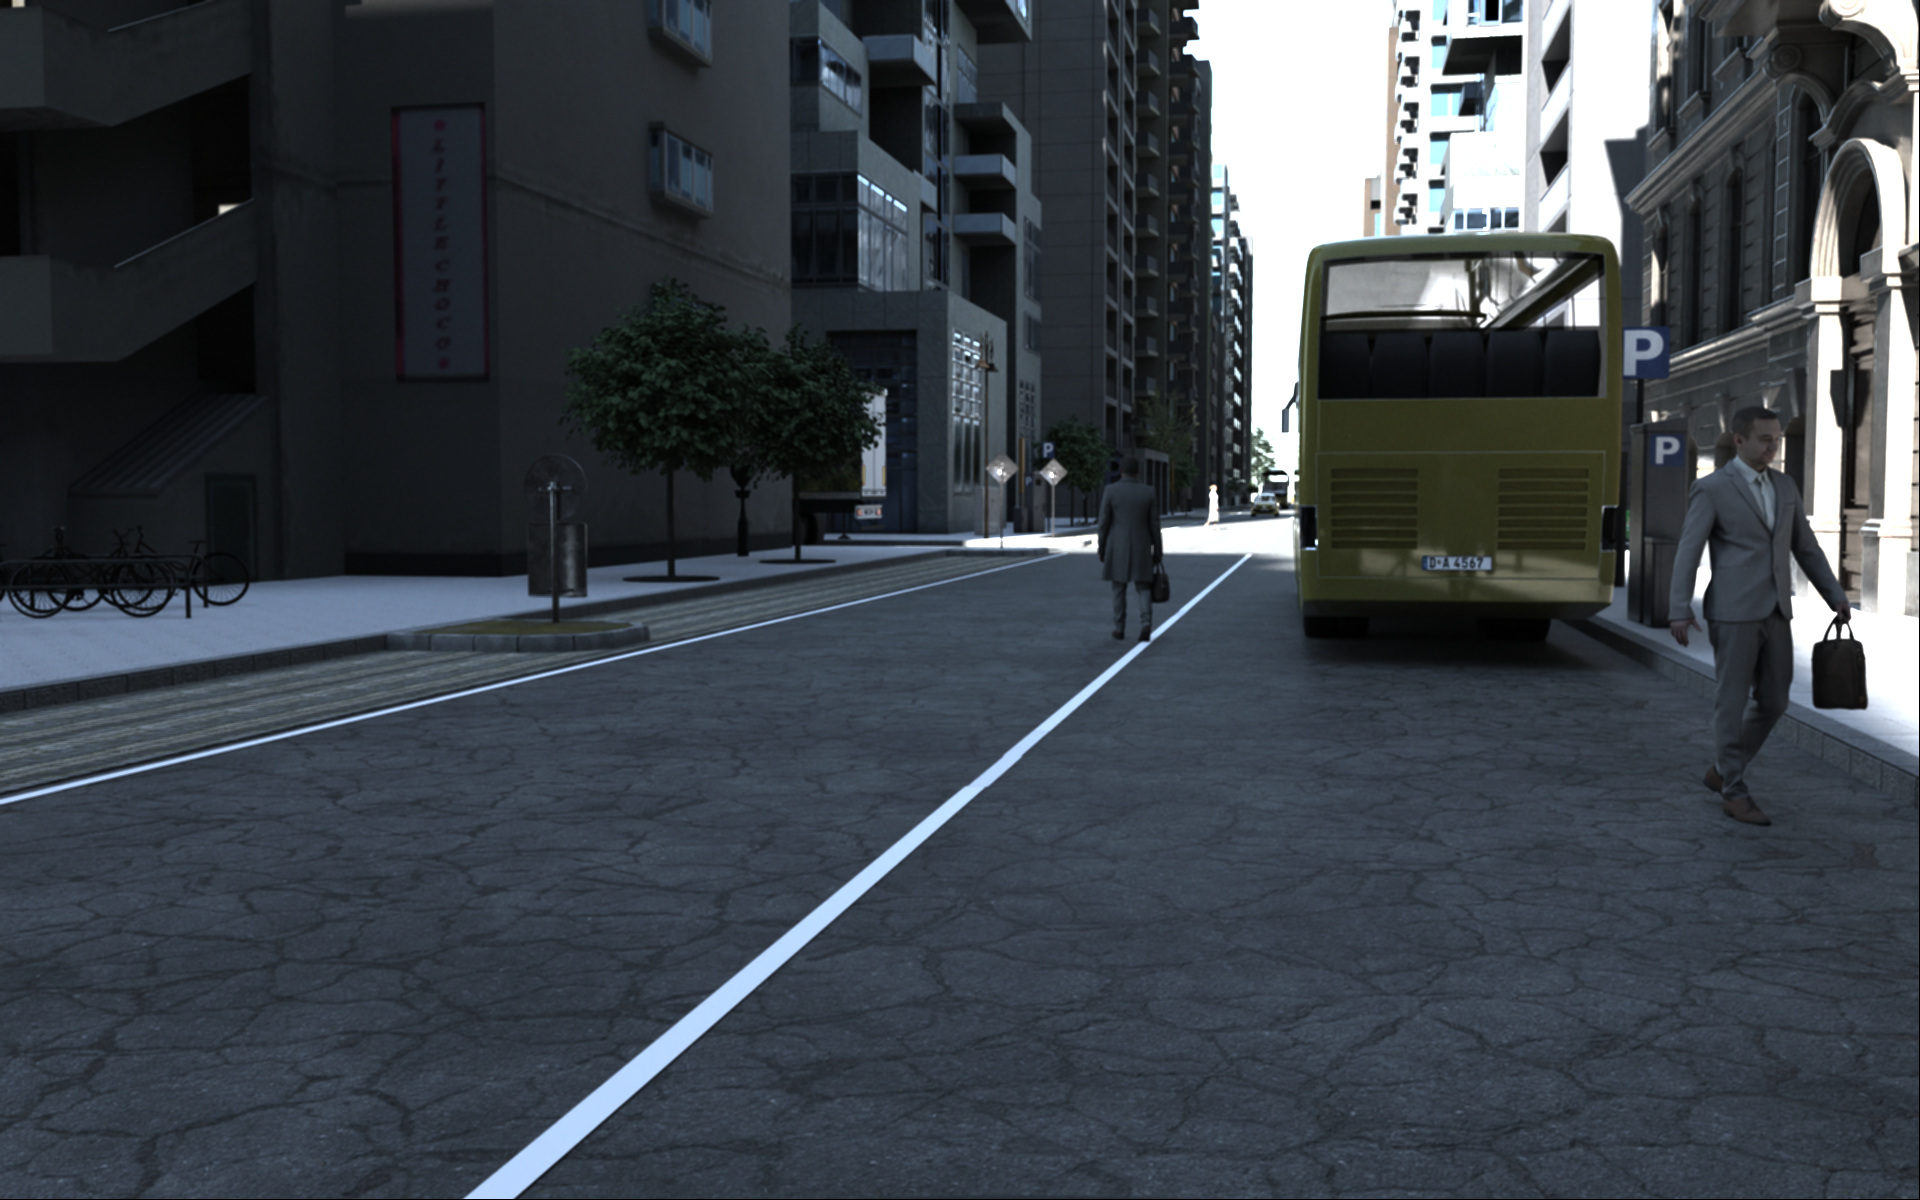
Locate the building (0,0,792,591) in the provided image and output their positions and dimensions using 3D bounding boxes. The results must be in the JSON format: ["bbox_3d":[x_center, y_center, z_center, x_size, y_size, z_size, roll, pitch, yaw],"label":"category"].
[{"bbox_3d":[-16.450,-24.949,31.614,21.600,48.544,21.300,1,4,12],"label":"building"}]

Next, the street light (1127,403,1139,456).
[{"bbox_3d":[8.780,-7.045,87.978,0.468,5.910,1.993,1,4,12],"label":"street light"}]

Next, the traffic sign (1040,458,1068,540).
[{"bbox_3d":[2.612,-2.740,48.446,0.795,2.450,0.064,1,4,12],"label":"traffic sign"}]

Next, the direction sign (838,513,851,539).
[{"bbox_3d":[-3.287,-3.490,49.053,0.876,3.537,0.379,-1,4,-20],"label":"direction sign"}]

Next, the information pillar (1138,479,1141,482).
[{"bbox_3d":[8.857,-5.017,86.515,0.304,2.012,0.304,0,4,1],"label":"information pillar"}]

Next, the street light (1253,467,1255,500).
[{"bbox_3d":[41.372,-16.576,243.802,0.468,5.910,1.993,1,4,12],"label":"street light"}]

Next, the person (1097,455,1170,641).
[{"bbox_3d":[1.688,-0.512,16.968,0.694,1.812,0.767,0,4,-1],"label":"person"}]

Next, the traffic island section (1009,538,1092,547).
[{"bbox_3d":[2.587,-1.604,48.512,2.009,0.180,2.903,1,4,12],"label":"traffic island section"}]

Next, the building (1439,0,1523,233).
[{"bbox_3d":[34.472,-47.530,89.791,22.319,86.520,31.000,1,4,12],"label":"building"}]

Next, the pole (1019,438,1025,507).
[{"bbox_3d":[2.252,-4.242,63.207,0.158,3.312,0.155,0,3,0],"label":"pole"}]

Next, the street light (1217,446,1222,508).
[{"bbox_3d":[24.226,-11.585,162.201,0.468,5.910,1.993,1,4,12],"label":"street light"}]

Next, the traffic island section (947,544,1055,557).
[{"bbox_3d":[0.958,-1.126,40.695,2.009,0.180,2.903,1,4,12],"label":"traffic island section"}]

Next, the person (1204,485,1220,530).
[{"bbox_3d":[10.112,-3.717,69.505,0.641,1.798,0.478,2,4,26],"label":"person"}]

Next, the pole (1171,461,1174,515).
[{"bbox_3d":[12.929,-6.816,105.287,0.158,3.312,0.155,0,3,0],"label":"pole"}]

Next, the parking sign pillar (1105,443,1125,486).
[{"bbox_3d":[8.227,-6.240,90.497,1.447,3.967,1.447,2,4,29],"label":"parking sign pillar"}]

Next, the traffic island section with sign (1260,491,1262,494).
[{"bbox_3d":[45.277,-14.964,253.294,1.989,1.847,2.006,1,4,12],"label":"traffic island section with sign"}]

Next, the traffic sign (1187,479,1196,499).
[{"bbox_3d":[16.320,-7.491,122.591,0.768,2.556,0.104,1,4,17],"label":"traffic sign"}]

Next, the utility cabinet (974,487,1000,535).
[{"bbox_3d":[0.858,-2.767,53.915,0.318,1.500,1.173,2,4,28],"label":"utility cabinet"}]

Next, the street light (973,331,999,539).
[{"bbox_3d":[0.754,-4.674,49.215,0.468,5.910,1.993,1,4,12],"label":"street light"}]

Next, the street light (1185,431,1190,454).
[{"bbox_3d":[16.311,-9.255,124.107,0.468,5.910,1.993,1,4,12],"label":"street light"}]

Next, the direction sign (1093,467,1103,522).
[{"bbox_3d":[6.205,-5.276,78.257,0.379,3.537,0.876,2,4,35],"label":"direction sign"}]

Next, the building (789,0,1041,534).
[{"bbox_3d":[-8.157,-46.306,69.776,22.319,86.520,31.000,1,4,12],"label":"building"}]

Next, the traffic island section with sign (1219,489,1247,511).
[{"bbox_3d":[22.938,-8.409,146.117,1.989,1.847,2.006,1,4,12],"label":"traffic island section with sign"}]

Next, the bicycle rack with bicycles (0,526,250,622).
[{"bbox_3d":[-9.276,-0.314,18.516,2.925,0.926,2.852,-1,4,-17],"label":"bicycle rack with bicycles"}]

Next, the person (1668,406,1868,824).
[{"bbox_3d":[3.489,0.063,7.592,0.709,1.813,0.853,-1,4,-16],"label":"person"}]

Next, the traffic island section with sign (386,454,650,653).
[{"bbox_3d":[-4.076,-0.482,16.512,1.989,1.847,2.006,1,4,12],"label":"traffic island section with sign"}]

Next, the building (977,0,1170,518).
[{"bbox_3d":[1.981,-40.633,102.604,20.563,71.187,20.611,1,4,12],"label":"building"}]

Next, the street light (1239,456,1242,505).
[{"bbox_3d":[33.315,-14.248,205.737,0.468,5.910,1.993,1,4,12],"label":"street light"}]

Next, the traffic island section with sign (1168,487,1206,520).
[{"bbox_3d":[12.778,-5.425,97.325,1.989,1.847,2.006,1,4,12],"label":"traffic island section with sign"}]

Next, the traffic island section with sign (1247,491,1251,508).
[{"bbox_3d":[28.445,-10.023,172.506,1.989,1.847,2.006,1,4,12],"label":"traffic island section with sign"}]

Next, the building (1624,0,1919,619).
[{"bbox_3d":[15.671,-12.160,17.906,14.460,24.649,34.723,1,4,12],"label":"building"}]

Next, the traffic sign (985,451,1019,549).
[{"bbox_3d":[0.982,-2.262,40.628,0.795,2.450,0.064,1,4,12],"label":"traffic sign"}]
